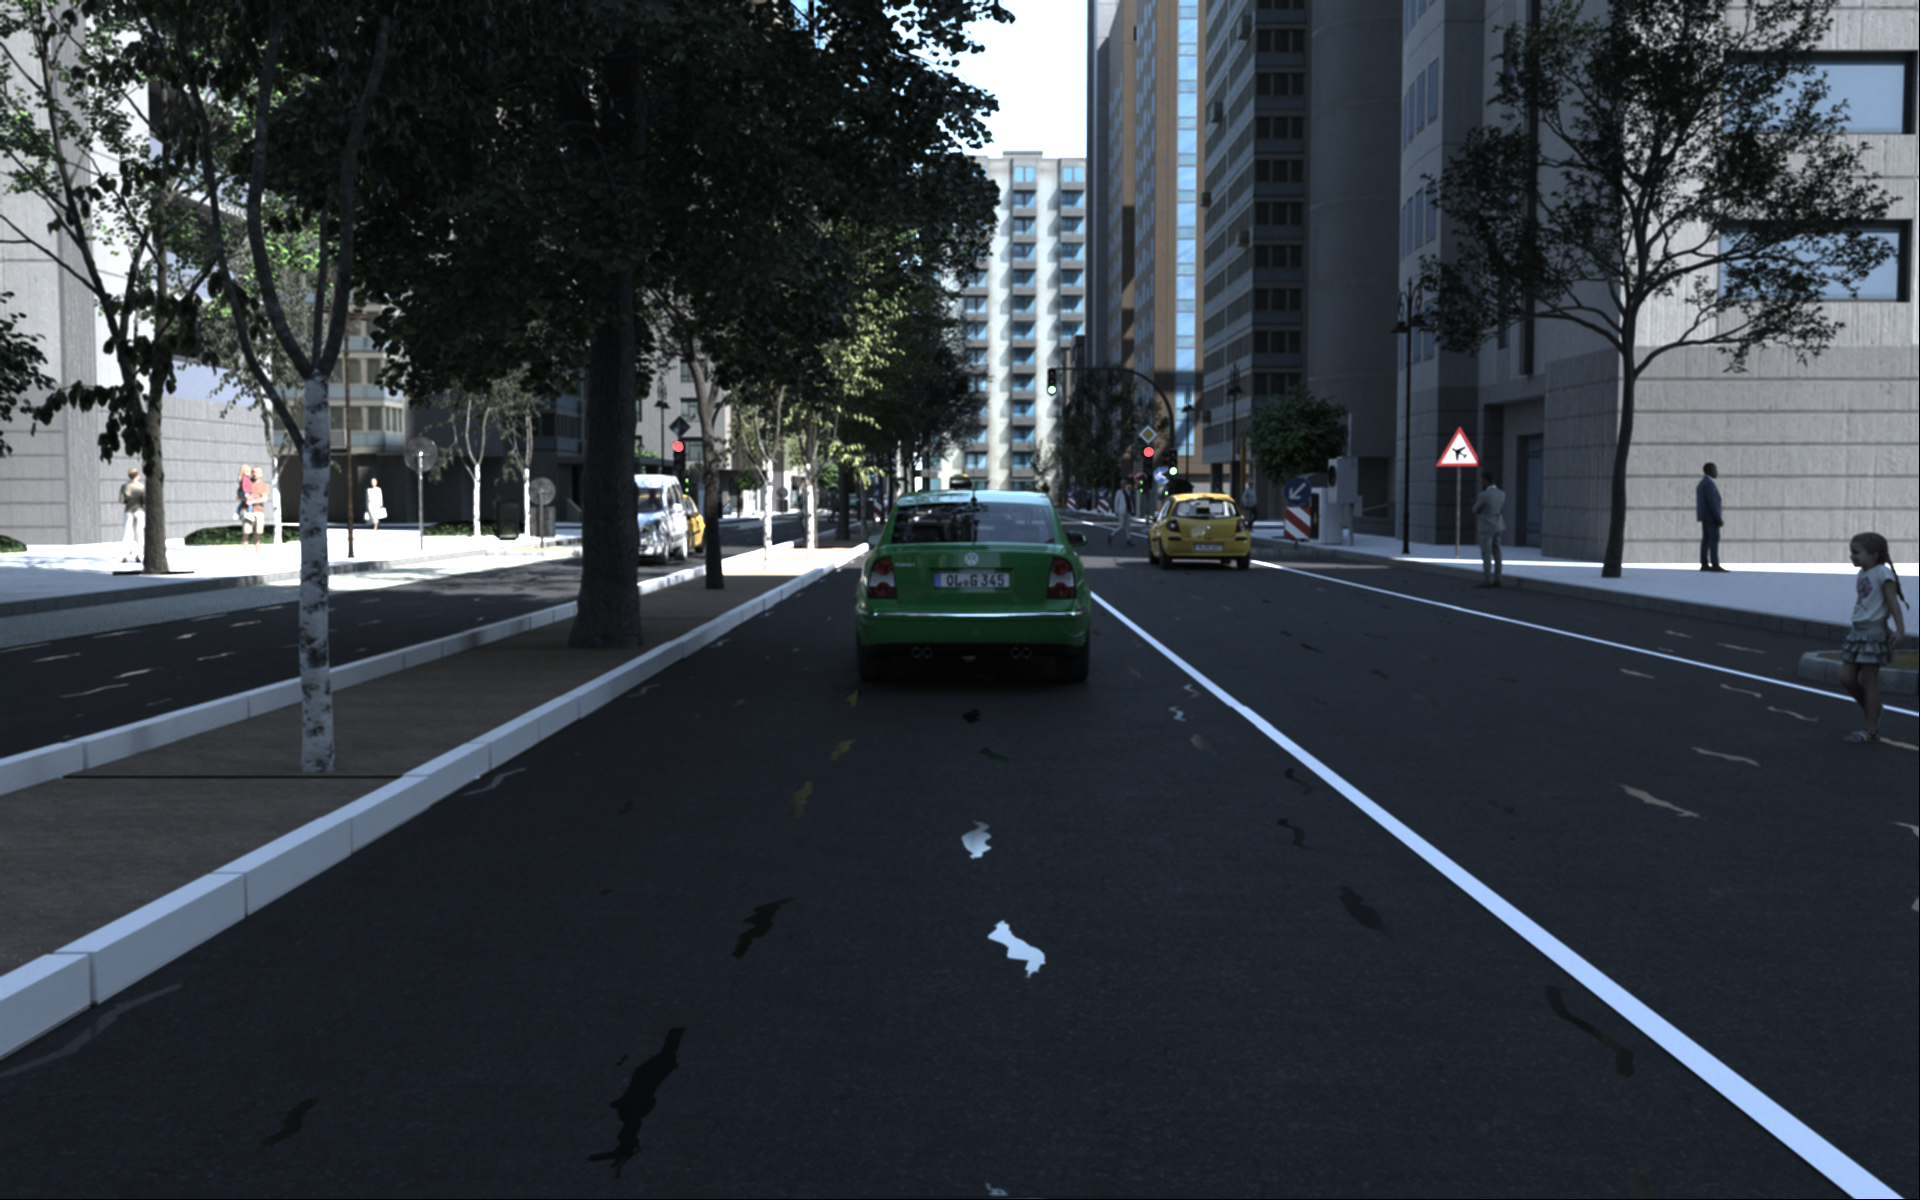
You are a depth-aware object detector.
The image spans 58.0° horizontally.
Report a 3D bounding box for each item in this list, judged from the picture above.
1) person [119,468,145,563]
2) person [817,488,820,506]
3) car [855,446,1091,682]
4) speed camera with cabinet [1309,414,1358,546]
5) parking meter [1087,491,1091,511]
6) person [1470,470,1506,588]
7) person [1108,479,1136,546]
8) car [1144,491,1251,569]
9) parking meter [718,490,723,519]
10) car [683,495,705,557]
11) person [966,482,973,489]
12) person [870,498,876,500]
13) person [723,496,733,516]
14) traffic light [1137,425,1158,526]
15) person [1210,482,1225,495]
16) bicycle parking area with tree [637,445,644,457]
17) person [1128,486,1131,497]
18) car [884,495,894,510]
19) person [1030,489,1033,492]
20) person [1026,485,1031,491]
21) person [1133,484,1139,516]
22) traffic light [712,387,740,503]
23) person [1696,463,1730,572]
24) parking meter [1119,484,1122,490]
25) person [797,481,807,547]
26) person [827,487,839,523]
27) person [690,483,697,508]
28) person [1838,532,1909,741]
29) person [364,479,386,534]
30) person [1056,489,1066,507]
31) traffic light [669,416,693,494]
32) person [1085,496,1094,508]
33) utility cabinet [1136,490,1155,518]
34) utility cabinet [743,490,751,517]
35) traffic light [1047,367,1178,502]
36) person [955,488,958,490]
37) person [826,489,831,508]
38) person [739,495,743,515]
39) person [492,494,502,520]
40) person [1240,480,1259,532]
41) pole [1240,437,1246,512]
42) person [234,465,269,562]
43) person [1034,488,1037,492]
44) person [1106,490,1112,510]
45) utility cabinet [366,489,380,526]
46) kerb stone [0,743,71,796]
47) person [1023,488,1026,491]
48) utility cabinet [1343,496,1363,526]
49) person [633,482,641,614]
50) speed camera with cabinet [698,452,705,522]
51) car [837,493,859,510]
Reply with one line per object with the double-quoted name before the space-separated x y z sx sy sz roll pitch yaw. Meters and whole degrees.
"person" -15.361 -1.570 32.267 0.519 1.759 0.362 -1 4 -8
"person" -12.805 -9.142 155.544 1.348 1.821 0.705 1 4 12
"car" 0.132 -0.357 14.627 1.959 1.807 4.718 0 4 1
"speed camera with cabinet" 9.365 -3.003 43.440 0.660 3.252 2.038 0 4 -7
"parking meter" 9.816 -7.546 131.788 0.372 1.533 0.369 0 3 0
"person" 8.090 -1.097 26.611 0.511 1.800 0.466 -3 5 -44
"person" 4.487 -2.427 48.059 0.818 1.842 0.514 2 4 30
"car" 4.704 -1.479 34.404 2.015 1.641 3.980 0 4 2
"parking meter" -12.580 -5.019 90.472 0.372 1.533 0.369 0 3 0
"car" -7.042 -1.859 40.622 2.015 1.641 3.980 0 4 0
"person" 0.275 -2.868 55.356 0.622 1.834 0.822 3 5 41
"person" -6.992 -7.941 138.593 0.793 1.790 0.793 -1 4 -16
"person" -13.608 -5.464 100.884 0.738 1.151 1.012 -1 4 -11
"traffic light" 7.605 -4.979 70.325 0.839 4.253 0.868 0 3 0
"person" 7.428 -2.529 50.118 0.520 1.790 0.573 0 4 -4
"bicycle parking area with tree" -21.276 -6.971 100.982 8.231 4.147 9.016 1 4 12
"person" 11.621 -6.862 118.422 0.721 1.800 0.419 2 4 35
"car" -6.025 -8.700 154.598 2.083 1.381 4.827 0 4 0
"person" 5.026 -6.717 118.588 0.793 1.790 0.793 -1 4 -16
"person" 2.947 -4.021 74.261 0.660 1.820 0.620 -1 4 -16
"person" 10.026 -5.706 99.147 0.447 1.846 0.655 -2 4 -35
"traffic light" -7.965 -5.853 70.364 4.771 5.953 1.251 0 3 0
"person" 12.451 -1.378 28.753 0.419 1.800 0.721 0 4 -1
"parking meter" 9.284 -5.761 99.902 0.255 1.863 0.399 0 4 3
"person" -4.065 -2.282 46.240 0.534 1.772 0.576 1 4 10
"person" -6.328 -4.809 87.252 0.853 1.813 0.709 1 4 12
"person" -13.028 -4.873 85.619 0.836 1.842 0.656 2 4 27
"person" 5.330 0.215 10.006 0.382 1.210 0.505 0 4 -5
"person" -18.839 -3.025 55.857 0.694 1.780 0.624 1 4 18
"person" 10.127 -10.280 174.128 1.348 1.824 0.705 3 5 43
"traffic light" -10.067 -4.491 62.346 0.839 4.253 0.868 0 3 0
"person" 11.595 -9.261 157.476 1.348 1.821 0.705 -1 4 -17
"utility cabinet" 9.892 -5.112 92.265 1.173 1.500 0.318 -3 5 -41
"utility cabinet" -11.847 -5.374 96.541 0.318 1.500 1.173 0 4 0
"traffic light" 5.503 -5.354 62.201 4.771 5.953 1.251 0 3 0
"person" -0.266 -6.449 113.926 0.713 1.824 0.794 2 4 25
"person" -11.812 -9.185 157.156 0.756 1.711 0.436 0 4 5
"person" -13.626 -5.933 107.711 0.362 1.253 0.373 1 4 13
"person" -19.074 -3.736 71.394 0.475 1.303 0.640 1 4 20
"person" 9.773 -3.191 58.698 0.782 1.767 0.515 -3 5 -42
"pole" 10.107 -4.161 61.873 0.158 3.312 0.155 0 3 0
"person" -13.499 -1.647 32.952 0.573 1.828 0.580 1 4 10
"person" 4.383 -5.627 100.768 0.678 1.792 0.850 2 4 26
"person" 12.196 -8.318 142.638 0.593 1.750 0.643 -2 4 -33
"utility cabinet" -23.709 -3.746 69.932 0.318 1.500 1.173 -2 4 -29
"kerb stone" -4.588 0.841 8.441 0.120 0.150 1.000 0 3 0
"person" 4.653 -7.016 123.126 0.836 1.842 0.656 3 4 37
"utility cabinet" 15.779 -3.603 70.067 1.020 1.237 0.306 -2 4 -26
"person" -3.500 -0.580 17.792 0.447 1.846 0.655 -1 4 -19
"speed camera with cabinet" -12.075 -5.326 81.422 0.660 3.252 2.038 0 4 -8
"car" -9.906 -8.892 154.184 1.959 1.807 4.718 0 3 0
